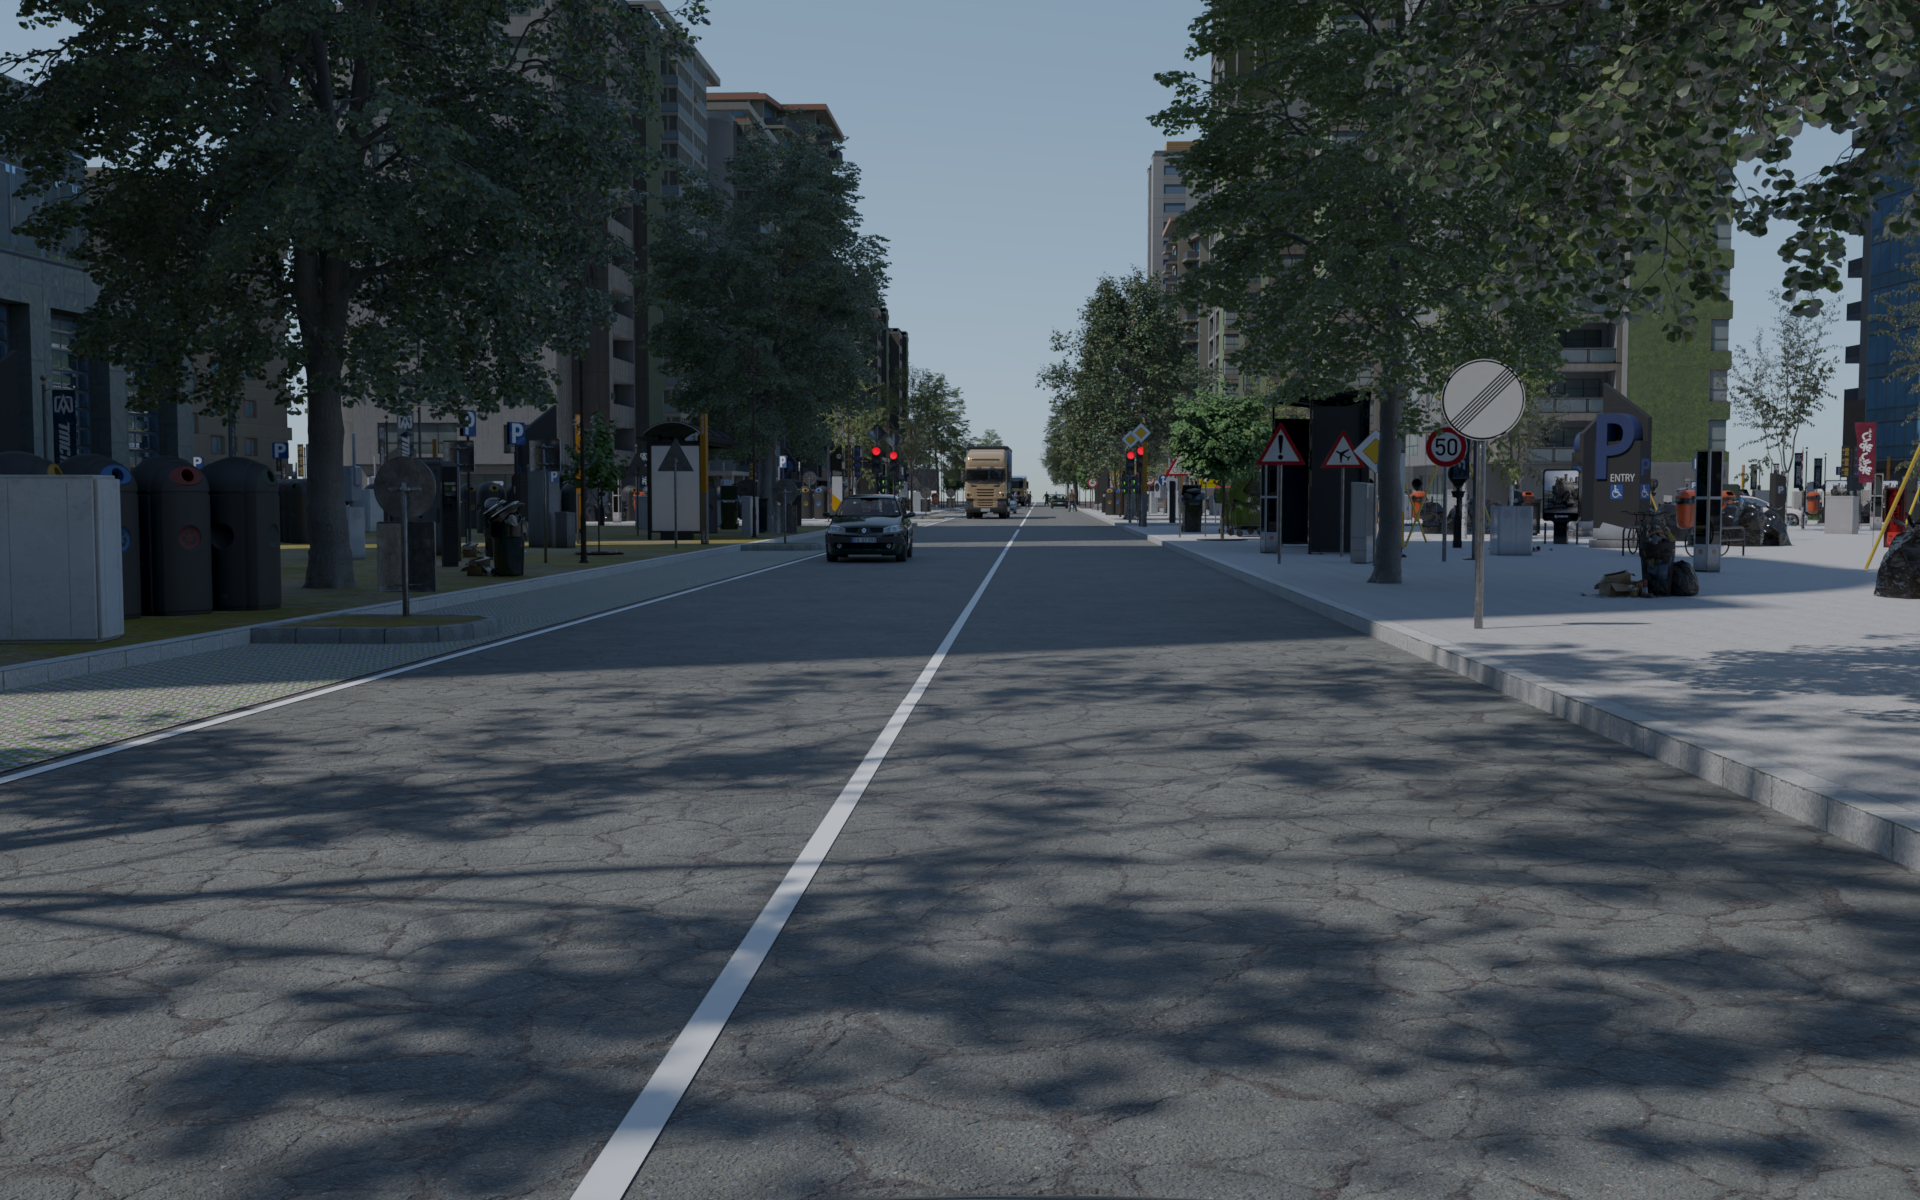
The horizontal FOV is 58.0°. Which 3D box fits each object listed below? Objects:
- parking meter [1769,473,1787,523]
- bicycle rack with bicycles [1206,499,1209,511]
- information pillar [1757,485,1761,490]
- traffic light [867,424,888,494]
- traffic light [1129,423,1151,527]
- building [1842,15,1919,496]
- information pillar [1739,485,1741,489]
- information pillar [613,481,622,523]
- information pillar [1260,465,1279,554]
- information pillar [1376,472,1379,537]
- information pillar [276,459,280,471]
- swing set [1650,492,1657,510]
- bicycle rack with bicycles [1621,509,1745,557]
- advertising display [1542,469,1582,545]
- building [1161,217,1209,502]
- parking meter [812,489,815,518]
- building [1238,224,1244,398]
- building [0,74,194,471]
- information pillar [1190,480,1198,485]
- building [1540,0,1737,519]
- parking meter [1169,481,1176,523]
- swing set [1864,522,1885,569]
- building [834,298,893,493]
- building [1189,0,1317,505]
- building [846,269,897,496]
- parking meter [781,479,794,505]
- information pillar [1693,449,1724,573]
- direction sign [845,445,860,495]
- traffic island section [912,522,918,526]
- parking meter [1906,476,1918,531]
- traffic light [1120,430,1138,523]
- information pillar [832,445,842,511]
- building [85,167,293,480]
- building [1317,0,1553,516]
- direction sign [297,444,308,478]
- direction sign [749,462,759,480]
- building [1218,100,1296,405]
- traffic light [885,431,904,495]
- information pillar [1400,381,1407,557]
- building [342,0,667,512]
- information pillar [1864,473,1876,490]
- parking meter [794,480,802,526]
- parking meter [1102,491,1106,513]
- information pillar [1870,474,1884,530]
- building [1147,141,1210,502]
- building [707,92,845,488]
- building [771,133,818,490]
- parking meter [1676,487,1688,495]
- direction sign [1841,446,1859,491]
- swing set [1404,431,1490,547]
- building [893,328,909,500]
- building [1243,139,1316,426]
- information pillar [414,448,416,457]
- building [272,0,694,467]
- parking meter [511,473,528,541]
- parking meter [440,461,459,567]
[{"bbox_3d":[22.691,-2.591,48.067,0.399,1.863,0.255,-1,4,-13],"label":"parking meter"},{"bbox_3d":[18.273,-6.499,119.639,2.852,0.926,2.925,-1,4,-16],"label":"bicycle rack with bicycles"},{"bbox_3d":[64.936,-8.337,140.800,0.304,2.012,0.304,2,4,24],"label":"information pillar"},{"bbox_3d":[-3.283,-4.889,68.858,0.839,4.253,0.868,0,4,3],"label":"traffic light"},{"bbox_3d":[7.118,-4.860,68.390,0.839,4.253,0.868,0,4,3],"label":"traffic light"},{"bbox_3d":[58.817,-27.139,93.838,14.200,45.320,14.600,0,4,3],"label":"building"},{"bbox_3d":[65.792,-8.684,146.468,0.304,2.012,0.304,0,4,3],"label":"information pillar"},{"bbox_3d":[-15.368,-4.470,77.582,0.304,2.012,0.304,1,4,10],"label":"information pillar"},{"bbox_3d":[6.683,-2.013,37.410,0.304,2.012,0.304,-1,4,-11],"label":"information pillar"},{"bbox_3d":[11.726,-2.661,47.992,0.304,2.012,0.304,0,4,4],"label":"information pillar"},{"bbox_3d":[-39.840,-6.728,101.354,0.183,3.616,0.504,0,4,5],"label":"information pillar"},{"bbox_3d":[24.047,-4.051,63.851,2.862,2.851,3.119,0,4,-6],"label":"swing set"},{"bbox_3d":[14.810,-1.379,35.922,2.925,0.926,2.852,-3,5,-43],"label":"bicycle rack with bicycles"},{"bbox_3d":[15.385,-2.390,44.294,0.974,1.923,0.123,3,5,43],"label":"advertising display"},{"bbox_3d":[42.456,-37.430,266.608,22.147,44.769,28.867,0,4,3],"label":"building"},{"bbox_3d":[-7.924,-5.126,92.214,0.372,1.533,0.369,0,3,0],"label":"parking meter"},{"bbox_3d":[34.131,-24.332,169.527,14.160,30.474,14.107,0,4,3],"label":"building"},{"bbox_3d":[-41.118,-44.721,43.855,31.000,86.520,22.319,0,4,3],"label":"building"},{"bbox_3d":[12.513,-5.396,92.709,0.304,2.012,0.304,-3,5,-44],"label":"information pillar"},{"bbox_3d":[32.255,-25.073,93.540,14.086,41.232,14.154,0,4,3],"label":"building"},{"bbox_3d":[9.407,-4.339,76.652,0.255,1.863,0.399,1,4,14],"label":"parking meter"},{"bbox_3d":[17.488,-1.915,28.925,3.119,2.851,2.862,-1,4,-23],"label":"swing set"},{"bbox_3d":[-18.110,-29.743,258.005,14.160,30.474,14.107,0,4,3],"label":"building"},{"bbox_3d":[37.888,-46.605,200.244,20.563,71.187,20.611,0,4,3],"label":"building"},{"bbox_3d":[-26.074,-35.794,277.114,32.217,40.220,23.993,0,4,3],"label":"building"},{"bbox_3d":[-6.581,-3.651,65.408,0.255,1.863,0.399,-3,4,-38],"label":"parking meter"},{"bbox_3d":[12.277,-1.463,28.417,0.304,2.012,0.304,-1,4,-22],"label":"information pillar"},{"bbox_3d":[-4.959,-5.389,80.105,0.876,3.537,0.379,-3,5,-41],"label":"direction sign"},{"bbox_3d":[-2.949,-3.345,76.971,2.009,0.180,2.903,0,4,3],"label":"traffic island section"},{"bbox_3d":[25.201,-2.457,45.883,0.255,1.863,0.399,2,4,31],"label":"parking meter"},{"bbox_3d":[7.491,-5.348,76.366,0.839,4.253,0.868,0,4,3],"label":"traffic light"},{"bbox_3d":[-5.808,-5.550,82.101,0.504,3.616,0.183,0,4,-3],"label":"information pillar"},{"bbox_3d":[-61.606,-16.037,107.245,28.899,21.520,27.650,0,4,3],"label":"building"},{"bbox_3d":[31.730,-26.747,120.904,14.154,41.232,14.086,0,4,3],"label":"building"},{"bbox_3d":[-29.584,-5.276,78.266,0.876,3.537,0.379,2,4,27],"label":"direction sign"},{"bbox_3d":[-14.376,-7.923,121.543,0.876,3.537,0.379,-2,4,-30],"label":"direction sign"},{"bbox_3d":[34.317,-30.562,183.276,14.154,41.232,14.086,0,4,3],"label":"building"},{"bbox_3d":[-2.910,-5.377,76.834,0.839,4.253,0.868,0,4,3],"label":"traffic light"},{"bbox_3d":[8.781,-2.667,34.966,0.504,3.616,0.183,-1,4,-22],"label":"information pillar"},{"bbox_3d":[-25.087,-19.945,97.803,14.160,30.474,14.107,0,4,3],"label":"building"},{"bbox_3d":[42.992,-5.535,81.859,0.183,3.616,0.504,-3,4,-36],"label":"information pillar"},{"bbox_3d":[-6.580,-3.920,69.808,0.255,1.863,0.399,-3,5,-43],"label":"parking meter"},{"bbox_3d":[9.875,-6.734,118.513,0.372,1.533,0.369,0,3,0],"label":"parking meter"},{"bbox_3d":[32.950,-3.533,62.258,0.304,2.012,0.304,0,4,5],"label":"information pillar"},{"bbox_3d":[42.341,-46.042,294.790,21.231,58.520,28.212,0,4,3],"label":"building"},{"bbox_3d":[-24.587,-32.835,191.470,22.147,44.769,28.867,0,4,3],"label":"building"},{"bbox_3d":[-30.328,-28.937,165.006,32.217,40.220,23.993,0,4,3],"label":"building"},{"bbox_3d":[25.718,-3.260,61.717,0.372,1.533,0.369,0,3,0],"label":"parking meter"},{"bbox_3d":[41.718,-5.450,81.097,0.876,3.537,0.379,2,4,30],"label":"direction sign"},{"bbox_3d":[11.533,-2.801,43.410,2.862,2.851,3.119,-1,4,-22],"label":"swing set"},{"bbox_3d":[-16.246,-32.067,295.989,14.160,30.474,14.107,0,4,3],"label":"building"},{"bbox_3d":[31.666,-22.729,143.315,14.160,30.474,14.107,0,4,3],"label":"building"},{"bbox_3d":[-27.671,-5.905,87.894,0.183,3.616,0.504,0,4,-1],"label":"information pillar"},{"bbox_3d":[-32.726,-27.018,133.618,32.217,40.220,23.993,0,4,3],"label":"building"},{"bbox_3d":[-12.074,-2.553,47.453,0.399,1.863,0.255,3,4,38],"label":"parking meter"},{"bbox_3d":[-9.026,-1.523,30.609,0.255,1.863,0.399,-2,4,-23],"label":"parking meter"}]
